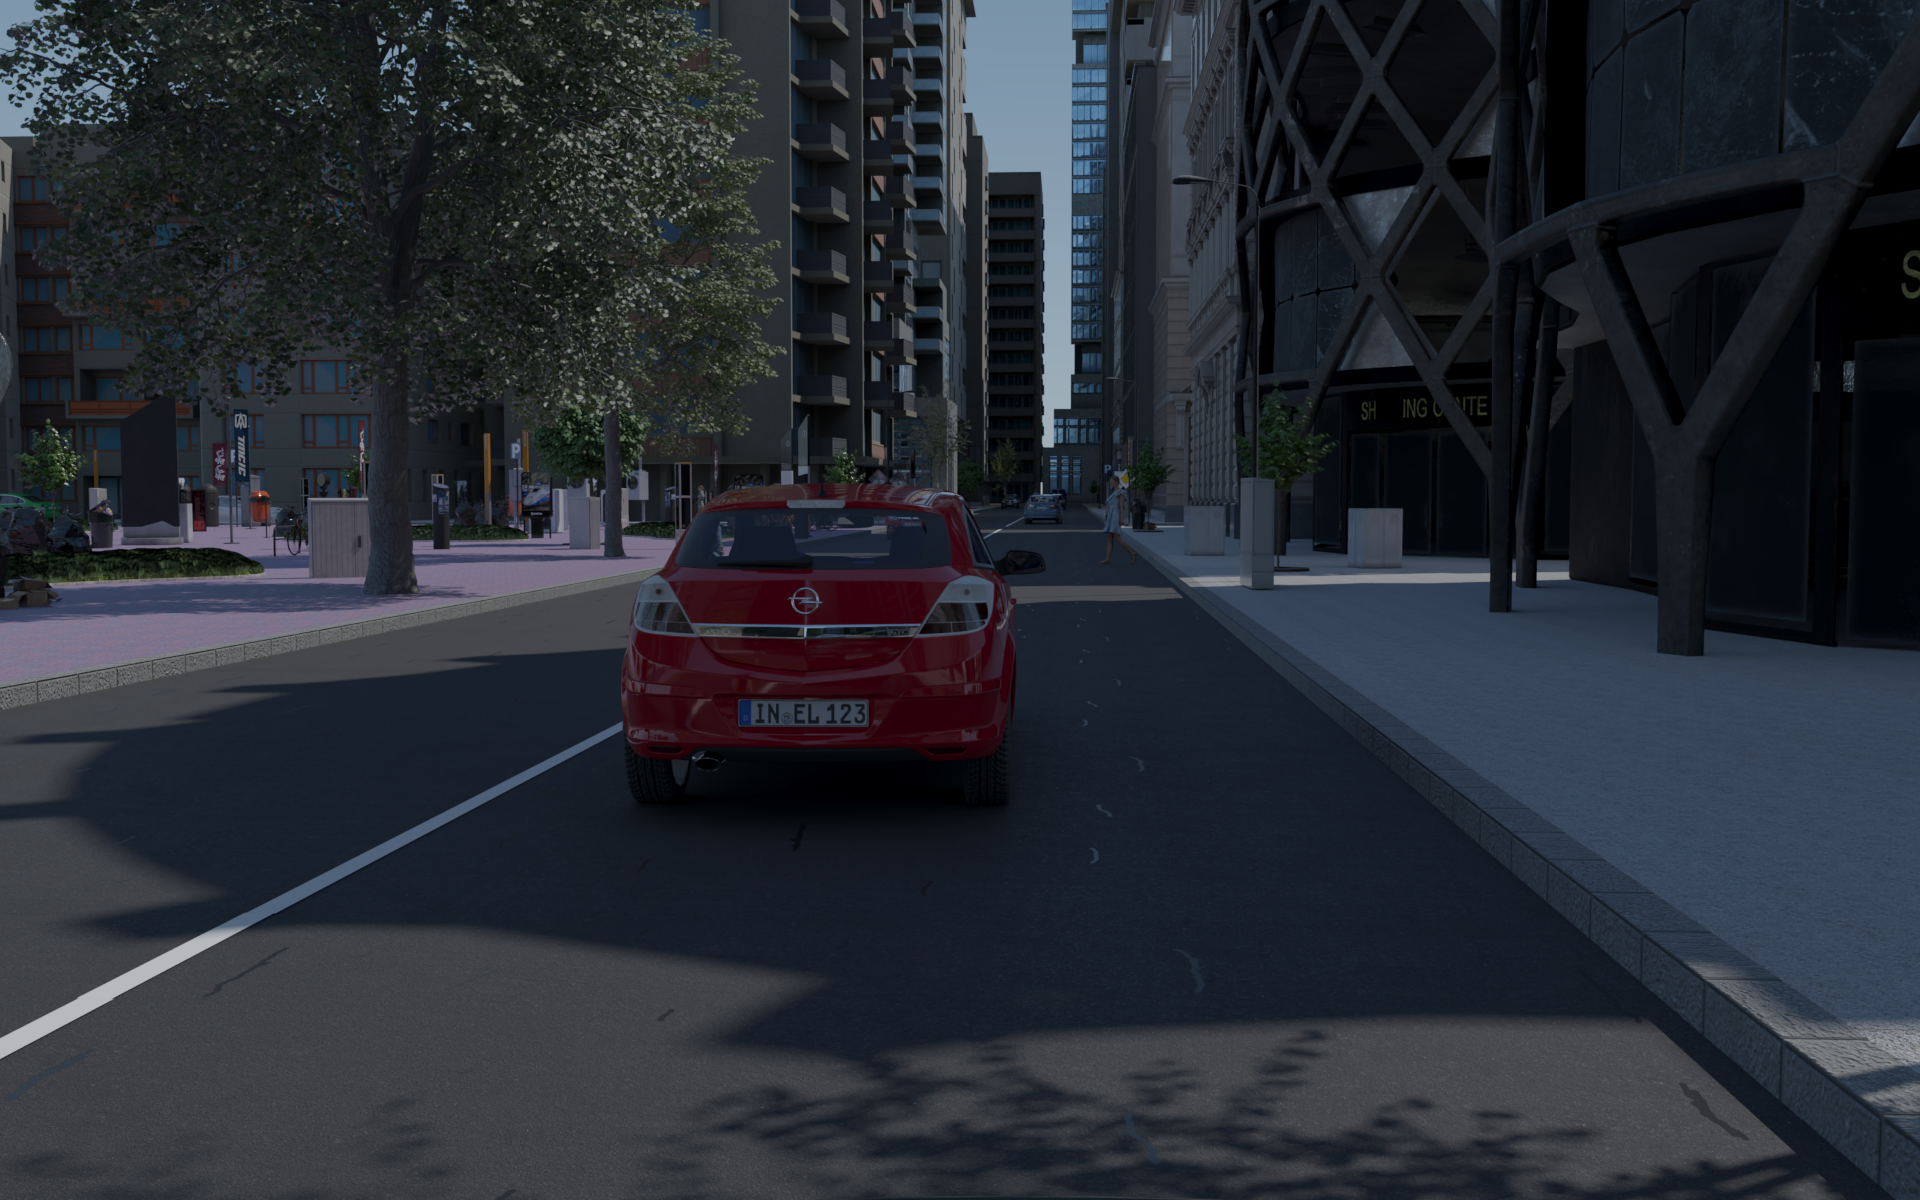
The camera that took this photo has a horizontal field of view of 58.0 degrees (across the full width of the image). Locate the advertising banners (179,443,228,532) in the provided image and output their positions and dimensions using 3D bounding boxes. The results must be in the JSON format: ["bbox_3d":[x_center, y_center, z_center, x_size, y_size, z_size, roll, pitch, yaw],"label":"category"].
[{"bbox_3d":[-25.952,-3.836,58.901,2.074,3.025,0.090,-2,4,-23],"label":"advertising banners"}]

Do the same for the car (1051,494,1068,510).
[{"bbox_3d":[8.946,-9.188,160.010,2.009,1.686,4.222,0,4,3],"label":"car"}]

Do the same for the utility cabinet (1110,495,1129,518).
[{"bbox_3d":[8.631,-5.034,93.475,1.020,1.237,0.306,-1,4,-16],"label":"utility cabinet"}]

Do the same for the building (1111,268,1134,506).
[{"bbox_3d":[17.525,-17.959,142.772,9.793,20.994,18.267,0,4,4],"label":"building"}]

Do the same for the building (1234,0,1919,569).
[{"bbox_3d":[14.683,-10.503,39.171,16.820,18.784,16.811,0,4,4],"label":"building"}]

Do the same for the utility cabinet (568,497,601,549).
[{"bbox_3d":[-8.785,-1.798,40.552,0.306,1.237,1.020,-3,5,-40],"label":"utility cabinet"}]

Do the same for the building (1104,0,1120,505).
[{"bbox_3d":[27.041,-40.040,196.652,21.231,58.520,28.212,0,4,4],"label":"building"}]

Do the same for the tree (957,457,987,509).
[{"bbox_3d":[0.706,-10.263,151.506,4.285,4.588,4.351,0,3,0],"label":"tree"}]

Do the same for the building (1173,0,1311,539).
[{"bbox_3d":[13.151,-13.983,57.502,11.050,23.489,19.941,0,4,4],"label":"building"}]

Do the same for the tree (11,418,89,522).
[{"bbox_3d":[-23.266,-3.028,44.113,1.663,3.219,1.824,0,3,0],"label":"tree"}]

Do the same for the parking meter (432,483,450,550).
[{"bbox_3d":[-12.043,-1.944,40.200,0.372,1.533,0.369,0,3,0],"label":"parking meter"}]

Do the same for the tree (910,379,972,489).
[{"bbox_3d":[-1.358,-9.837,111.204,4.360,8.622,3.978,0,3,0],"label":"tree"}]

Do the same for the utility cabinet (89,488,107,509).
[{"bbox_3d":[-32.524,-3.469,65.404,0.318,1.500,1.173,-1,4,-11],"label":"utility cabinet"}]

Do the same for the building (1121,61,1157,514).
[{"bbox_3d":[17.022,-18.878,102.166,14.314,27.812,24.014,0,4,4],"label":"building"}]

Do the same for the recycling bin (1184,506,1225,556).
[{"bbox_3d":[5.115,-1.451,36.280,0.722,1.027,0.722,0,4,-5],"label":"recycling bin"}]

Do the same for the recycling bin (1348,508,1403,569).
[{"bbox_3d":[7.213,-1.073,30.099,0.722,1.027,0.722,-1,4,-11],"label":"recycling bin"}]

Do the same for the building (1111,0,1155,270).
[{"bbox_3d":[29.288,-35.449,168.831,28.713,52.752,27.495,0,4,4],"label":"building"}]

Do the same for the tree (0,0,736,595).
[{"bbox_3d":[-7.303,-7.062,22.123,9.857,13.997,8.962,0,3,0],"label":"tree"}]

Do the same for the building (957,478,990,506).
[{"bbox_3d":[-13.071,-30.653,193.061,32.217,40.220,23.993,0,4,4],"label":"building"}]

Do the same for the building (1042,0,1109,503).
[{"bbox_3d":[27.465,-57.050,245.441,31.000,86.520,22.319,0,4,4],"label":"building"}]

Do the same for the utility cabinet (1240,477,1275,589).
[{"bbox_3d":[4.062,-0.914,23.626,0.318,1.500,1.173,0,4,2],"label":"utility cabinet"}]

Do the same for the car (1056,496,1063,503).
[{"bbox_3d":[5.820,-6.325,115.780,2.083,1.381,4.827,0,4,4],"label":"car"}]

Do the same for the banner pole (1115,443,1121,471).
[{"bbox_3d":[7.697,-5.783,84.571,0.401,3.779,0.863,-1,4,-20],"label":"banner pole"}]

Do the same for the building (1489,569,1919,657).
[{"bbox_3d":[13.782,-9.136,16.820,16.820,18.784,16.811,0,4,4],"label":"building"}]

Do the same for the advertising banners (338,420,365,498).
[{"bbox_3d":[-14.115,-2.697,40.285,0.090,3.025,2.074,0,4,-2],"label":"advertising banners"}]

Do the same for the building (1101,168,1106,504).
[{"bbox_3d":[24.937,-32.757,219.166,14.154,41.232,14.086,0,4,4],"label":"building"}]

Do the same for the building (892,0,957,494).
[{"bbox_3d":[-11.032,-49.934,129.096,22.319,86.520,31.000,0,4,4],"label":"building"}]

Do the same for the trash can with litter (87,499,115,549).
[{"bbox_3d":[-20.518,-1.801,40.838,1.055,1.170,0.624,-1,4,-17],"label":"trash can with litter"}]

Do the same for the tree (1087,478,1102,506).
[{"bbox_3d":[14.867,-12.152,193.278,1.663,3.219,1.824,0,3,0],"label":"tree"}]

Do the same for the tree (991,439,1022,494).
[{"bbox_3d":[6.204,-16.914,226.903,4.360,8.622,3.978,0,3,0],"label":"tree"}]

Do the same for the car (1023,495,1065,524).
[{"bbox_3d":[4.054,-4.401,83.961,2.014,1.417,4.499,0,4,5],"label":"car"}]

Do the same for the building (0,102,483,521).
[{"bbox_3d":[-40.170,-15.252,94.407,28.899,21.520,27.650,0,4,4],"label":"building"}]

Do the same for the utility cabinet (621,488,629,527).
[{"bbox_3d":[-12.378,-3.319,62.943,0.318,1.500,1.173,1,4,9],"label":"utility cabinet"}]

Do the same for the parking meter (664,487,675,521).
[{"bbox_3d":[-9.850,-3.086,58.865,0.372,1.533,0.369,0,3,0],"label":"parking meter"}]

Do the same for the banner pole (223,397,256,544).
[{"bbox_3d":[-18.688,-3.349,44.780,0.401,3.779,0.863,2,4,26],"label":"banner pole"}]

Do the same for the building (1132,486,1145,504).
[{"bbox_3d":[17.414,-15.867,124.059,10.561,19.102,19.286,0,4,4],"label":"building"}]

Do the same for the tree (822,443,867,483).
[{"bbox_3d":[-4.222,-4.293,64.789,1.663,3.219,1.824,0,3,0],"label":"tree"}]

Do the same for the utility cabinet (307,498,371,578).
[{"bbox_3d":[-9.464,-0.947,26.646,1.020,1.237,0.306,-2,4,-32],"label":"utility cabinet"}]

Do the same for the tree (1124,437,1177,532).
[{"bbox_3d":[6.251,-3.910,58.524,1.663,3.219,1.824,0,3,0],"label":"tree"}]

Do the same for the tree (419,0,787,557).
[{"bbox_3d":[-7.510,-7.152,35.065,7.486,12.596,7.792,0,3,0],"label":"tree"}]

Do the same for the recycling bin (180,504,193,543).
[{"bbox_3d":[-20.641,-2.021,45.596,0.722,1.027,0.722,-1,4,-16],"label":"recycling bin"}]

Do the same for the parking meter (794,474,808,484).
[{"bbox_3d":[-4.546,-2.671,49.387,0.399,1.863,0.255,0,4,8],"label":"parking meter"}]

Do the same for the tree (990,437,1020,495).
[{"bbox_3d":[5.674,-16.513,220.346,4.737,8.622,4.395,0,3,0],"label":"tree"}]

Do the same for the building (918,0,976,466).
[{"bbox_3d":[-13.396,-35.327,166.838,28.713,52.752,27.495,0,4,4],"label":"building"}]

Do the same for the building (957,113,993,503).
[{"bbox_3d":[-7.449,-36.329,217.680,21.600,48.544,21.300,0,4,4],"label":"building"}]

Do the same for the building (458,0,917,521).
[{"bbox_3d":[-14.020,-26.789,92.620,22.147,44.769,28.867,0,4,4],"label":"building"}]

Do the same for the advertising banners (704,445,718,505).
[{"bbox_3d":[-8.930,-4.034,62.138,0.090,3.025,2.074,-1,4,-21],"label":"advertising banners"}]

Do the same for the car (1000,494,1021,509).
[{"bbox_3d":[4.868,-9.643,167.447,2.009,1.686,4.222,0,4,3],"label":"car"}]

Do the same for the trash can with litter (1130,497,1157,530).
[{"bbox_3d":[6.630,-3.111,62.258,0.624,1.170,1.055,-3,5,-45],"label":"trash can with litter"}]

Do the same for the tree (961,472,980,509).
[{"bbox_3d":[1.000,-9.413,148.496,1.663,3.219,1.824,0,3,0],"label":"tree"}]

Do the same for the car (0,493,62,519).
[{"bbox_3d":[-42.755,-4.199,77.448,4.718,1.807,1.959,0,4,3],"label":"car"}]

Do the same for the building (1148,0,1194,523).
[{"bbox_3d":[19.304,-18.152,82.682,20.117,28.700,13.634,0,4,4],"label":"building"}]

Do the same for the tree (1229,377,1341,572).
[{"bbox_3d":[5.235,-2.104,29.000,1.663,3.219,1.824,0,3,0],"label":"tree"}]

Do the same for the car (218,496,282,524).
[{"bbox_3d":[-31.280,-3.821,74.836,4.827,1.381,2.083,0,4,4],"label":"car"}]

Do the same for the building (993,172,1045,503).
[{"bbox_3d":[1.185,-38.168,247.748,21.600,48.544,21.300,0,4,4],"label":"building"}]

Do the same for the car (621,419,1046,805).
[{"bbox_3d":[-0.598,-0.028,9.492,2.155,1.783,4.494,0,4,2],"label":"car"}]
